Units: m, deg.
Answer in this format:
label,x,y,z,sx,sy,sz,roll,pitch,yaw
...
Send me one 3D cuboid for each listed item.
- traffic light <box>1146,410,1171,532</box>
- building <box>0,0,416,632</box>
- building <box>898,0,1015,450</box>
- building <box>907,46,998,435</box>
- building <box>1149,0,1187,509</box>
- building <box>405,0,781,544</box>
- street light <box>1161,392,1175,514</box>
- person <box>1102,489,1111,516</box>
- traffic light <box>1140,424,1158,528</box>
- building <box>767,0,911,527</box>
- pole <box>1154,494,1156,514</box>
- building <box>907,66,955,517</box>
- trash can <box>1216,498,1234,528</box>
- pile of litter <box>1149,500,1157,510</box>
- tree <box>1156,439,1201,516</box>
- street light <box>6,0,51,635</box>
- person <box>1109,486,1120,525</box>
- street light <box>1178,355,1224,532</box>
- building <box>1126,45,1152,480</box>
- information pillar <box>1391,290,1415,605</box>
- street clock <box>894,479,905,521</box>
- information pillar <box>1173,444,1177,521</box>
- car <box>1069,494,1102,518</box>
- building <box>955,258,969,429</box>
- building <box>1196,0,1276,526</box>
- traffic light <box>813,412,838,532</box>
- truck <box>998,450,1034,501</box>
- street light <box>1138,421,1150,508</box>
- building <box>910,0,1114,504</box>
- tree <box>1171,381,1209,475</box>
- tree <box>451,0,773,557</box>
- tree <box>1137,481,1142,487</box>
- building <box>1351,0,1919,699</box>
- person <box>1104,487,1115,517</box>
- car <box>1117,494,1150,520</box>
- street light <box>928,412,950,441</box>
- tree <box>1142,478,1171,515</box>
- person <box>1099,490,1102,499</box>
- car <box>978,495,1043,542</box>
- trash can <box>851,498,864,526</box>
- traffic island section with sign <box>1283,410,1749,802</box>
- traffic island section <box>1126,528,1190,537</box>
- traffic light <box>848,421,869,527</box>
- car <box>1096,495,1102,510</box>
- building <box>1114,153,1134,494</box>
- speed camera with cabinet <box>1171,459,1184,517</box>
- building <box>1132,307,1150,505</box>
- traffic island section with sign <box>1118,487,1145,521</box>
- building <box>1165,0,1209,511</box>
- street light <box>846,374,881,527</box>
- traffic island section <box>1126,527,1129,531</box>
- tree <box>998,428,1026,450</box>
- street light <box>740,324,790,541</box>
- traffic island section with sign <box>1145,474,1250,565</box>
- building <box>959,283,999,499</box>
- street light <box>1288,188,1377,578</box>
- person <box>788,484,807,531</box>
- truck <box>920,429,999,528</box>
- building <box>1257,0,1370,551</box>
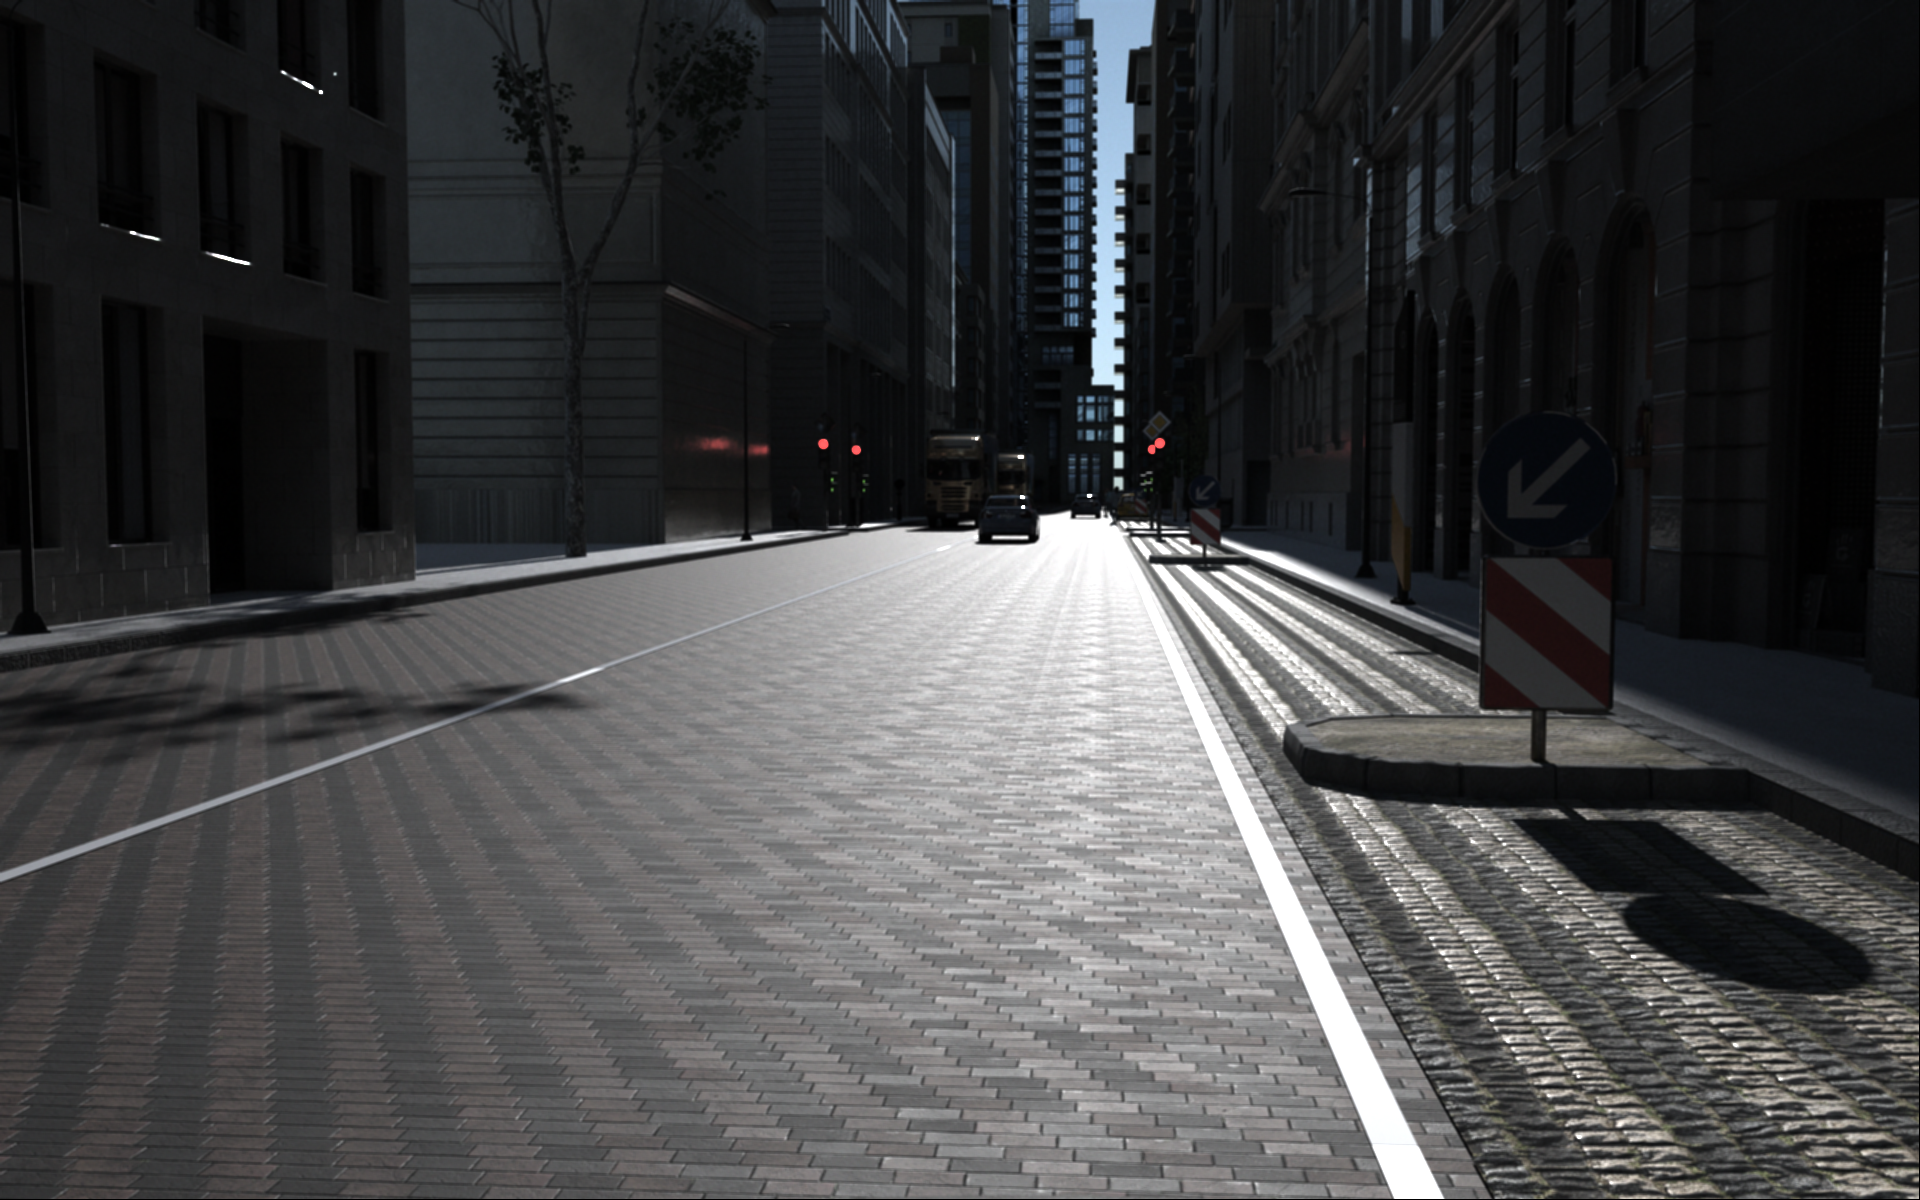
label,x,y,z,sx,sy,sz,roll,pitch,yaw
traffic light,6.681,-4.239,58.226,0.839,4.253,0.868,0,4,5
building,-13.947,-9.937,17.225,10.420,20.320,16.860,0,4,5
building,-7.796,-40.692,207.308,28.212,58.520,21.231,0,4,5
building,-3.378,-32.291,178.068,14.600,45.320,14.200,0,4,5
building,23.845,-30.702,152.082,14.600,45.320,14.200,0,4,5
building,-21.188,-13.389,52.189,30.059,22.955,16.112,0,4,5
street light,9.881,-6.507,78.927,1.470,5.913,1.316,0,4,5
person,9.603,-6.423,113.785,0.520,1.790,0.573,-1,4,-21
traffic light,7.323,-4.726,66.186,0.839,4.253,0.868,0,4,5
building,-9.447,-18.585,81.357,11.434,29.767,29.804,0,4,5
pole,12.589,-7.253,112.434,0.158,3.312,0.155,0,3,0
building,-7.128,-17.647,106.543,12.078,24.808,19.932,0,4,5
trash can,9.989,-3.292,65.481,0.748,1.137,0.748,0,3,0
pile of litter,15.260,-7.625,138.637,1.176,0.858,1.719,0,4,4
tree,12.848,-7.299,103.049,4.285,4.588,4.351,0,3,0
street light,-8.042,-2.642,15.741,1.470,5.913,1.316,0,4,5
person,7.258,-4.438,81.332,0.793,1.790,0.793,1,4,20
street light,8.158,-5.233,58.095,1.470,5.913,1.316,0,4,5
building,33.781,-37.435,201.305,28.713,52.752,27.495,0,4,5
information pillar,5.158,-1.762,20.166,0.183,3.616,0.504,0,4,-4
street clock,-2.944,-4.857,83.980,0.471,2.002,0.358,-1,4,-20
information pillar,10.086,-5.494,81.173,0.183,3.616,0.504,0,4,4
car,7.526,-5.610,103.729,2.014,1.417,4.499,0,4,3
building,-5.866,-17.793,127.080,11.583,22.565,21.152,0,4,5
building,24.407,-29.890,77.939,27.495,52.752,28.713,0,4,5
traffic light,-4.595,-4.293,59.115,0.839,4.253,0.868,0,4,5
truck,3.309,-7.527,111.975,2.839,4.237,11.283,0,4,5
street light,12.212,-8.399,109.860,1.470,5.913,1.316,0,4,5
building,5.436,-56.403,234.853,31.000,86.520,22.319,0,4,5
tree,15.546,-9.758,109.910,4.737,8.622,4.395,0,3,0
tree,-6.612,-10.897,34.063,12.611,20.169,13.585,0,3,0
tree,15.825,-9.186,144.790,1.663,3.219,1.824,0,3,0
building,12.767,-10.973,21.208,13.314,21.916,24.055,0,4,5
person,9.198,-6.014,106.690,0.748,1.841,0.638,2,4,26
car,9.524,-5.233,95.788,2.015,1.641,3.980,0,4,4
street light,-1.270,-7.681,98.127,1.470,5.913,1.316,0,4,5
tree,12.634,-6.878,107.062,1.663,3.219,1.824,0,3,0
person,13.127,-9.381,161.954,0.705,1.814,1.350,2,4,26
car,1.521,-2.510,53.045,2.014,1.417,4.499,0,4,4
trash can,-4.221,-3.590,70.356,0.748,1.137,0.748,0,3,0
traffic island section with sign,2.745,-0.025,9.031,1.989,1.847,2.006,0,4,5
traffic island section,6.721,-2.205,58.337,2.009,0.180,2.903,0,4,5
traffic light,-3.954,-4.780,67.075,0.839,4.253,0.868,0,4,5
car,11.726,-8.613,153.404,1.945,1.354,3.894,0,4,5
building,36.192,-37.617,234.641,30.456,49.044,23.786,0,4,5
speed camera with cabinet,12.329,-6.350,98.161,0.660,3.252,2.038,0,4,4
building,31.512,-20.106,173.772,27.650,21.520,28.899,0,4,5
traffic island section with sign,9.350,-5.027,90.815,1.989,1.847,2.006,0,4,5
building,26.301,-28.773,125.058,22.147,44.769,28.867,0,4,5
street light,-3.739,-5.776,66.982,1.470,5.913,1.316,0,4,5
traffic island section,7.362,-2.692,66.296,2.009,0.180,2.903,0,4,5
tree,5.655,-14.874,193.558,4.360,8.622,3.978,0,3,0
street light,-5.357,-4.592,47.617,1.470,5.913,1.316,0,4,5
traffic island section with sign,4.926,-1.668,35.898,1.989,1.847,2.006,0,4,5
building,-11.120,-19.131,157.837,27.650,21.520,28.899,0,4,5
street light,5.688,-3.297,26.448,1.470,5.913,1.316,0,4,5
person,-6.117,-3.417,64.490,0.853,1.813,0.709,-2,4,-33
truck,0.126,-5.392,77.066,2.839,4.237,11.283,0,4,5
building,15.517,-15.772,45.265,14.401,28.519,23.554,0,4,5
